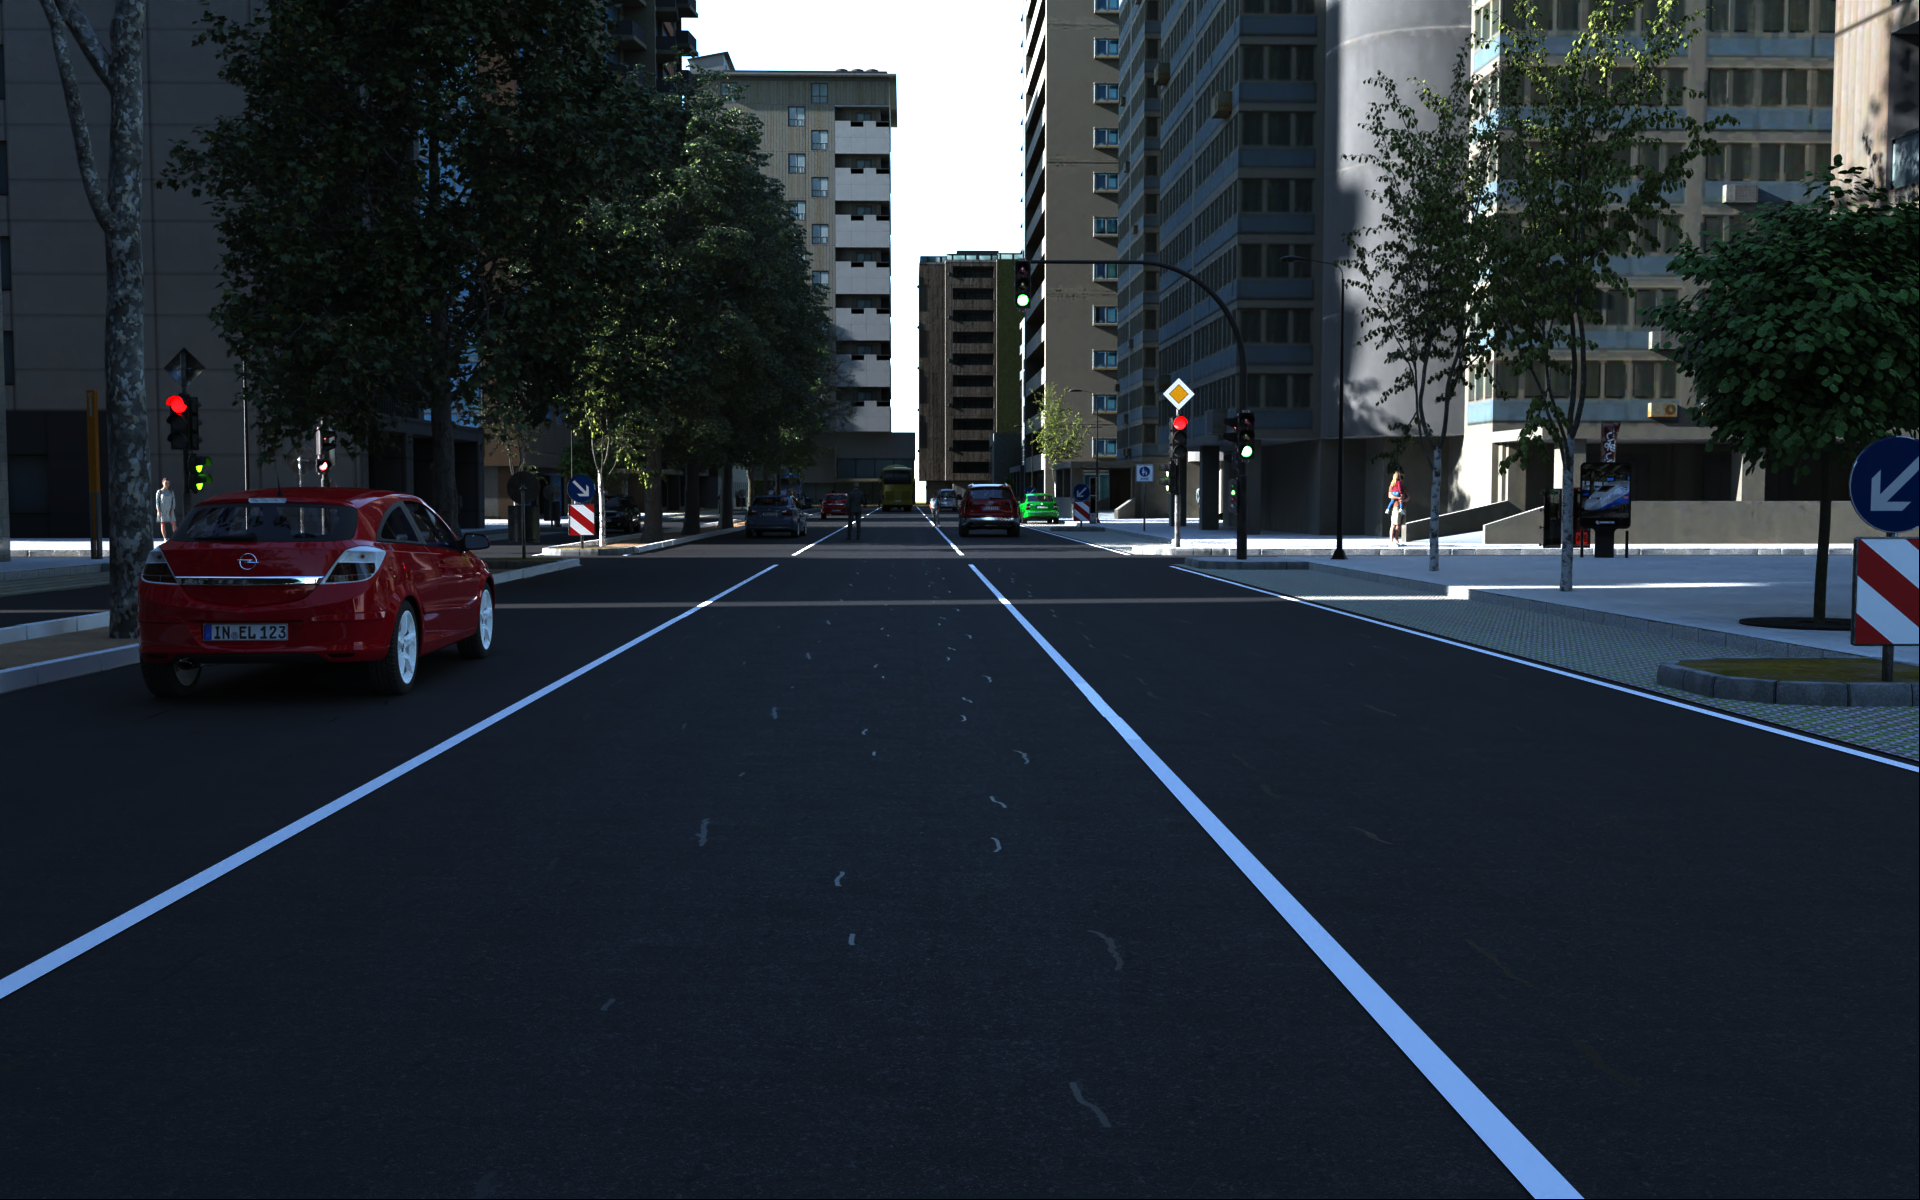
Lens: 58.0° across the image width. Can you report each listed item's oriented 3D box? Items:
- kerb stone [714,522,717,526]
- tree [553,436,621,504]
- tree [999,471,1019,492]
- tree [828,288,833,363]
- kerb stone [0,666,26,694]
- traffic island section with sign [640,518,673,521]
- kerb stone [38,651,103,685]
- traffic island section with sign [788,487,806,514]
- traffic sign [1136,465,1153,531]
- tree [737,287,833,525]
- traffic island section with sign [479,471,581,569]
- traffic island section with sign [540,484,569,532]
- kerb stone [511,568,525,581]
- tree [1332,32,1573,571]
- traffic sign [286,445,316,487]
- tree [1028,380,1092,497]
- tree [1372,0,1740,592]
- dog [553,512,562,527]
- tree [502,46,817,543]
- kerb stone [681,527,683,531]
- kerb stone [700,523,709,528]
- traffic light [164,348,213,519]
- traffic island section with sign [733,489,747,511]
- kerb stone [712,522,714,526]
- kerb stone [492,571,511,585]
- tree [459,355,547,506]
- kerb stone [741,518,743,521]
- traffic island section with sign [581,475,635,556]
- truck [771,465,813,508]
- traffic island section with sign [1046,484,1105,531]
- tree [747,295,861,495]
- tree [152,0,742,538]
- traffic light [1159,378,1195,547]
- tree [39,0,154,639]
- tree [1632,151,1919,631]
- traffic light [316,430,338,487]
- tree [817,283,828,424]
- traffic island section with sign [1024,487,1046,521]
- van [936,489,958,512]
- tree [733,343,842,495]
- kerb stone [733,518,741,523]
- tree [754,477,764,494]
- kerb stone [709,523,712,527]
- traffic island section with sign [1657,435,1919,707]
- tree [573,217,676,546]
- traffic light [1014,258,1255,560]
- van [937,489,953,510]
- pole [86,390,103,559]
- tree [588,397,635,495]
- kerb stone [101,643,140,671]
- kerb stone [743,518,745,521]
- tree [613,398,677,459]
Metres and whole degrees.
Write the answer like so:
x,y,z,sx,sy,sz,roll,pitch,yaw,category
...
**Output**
x,y,z,sx,sy,sz,roll,pitch,yaw,category
-11.097,-3.377,77.407,0.120,0.150,1.000,0,4,-2,kerb stone
-19.263,-6.451,89.191,4.285,4.588,4.351,0,3,0,tree
4.018,-9.242,145.705,1.663,3.219,1.824,0,3,0,tree
-9.570,-9.858,70.286,9.857,13.997,8.962,0,3,0,tree
-6.932,0.598,12.423,0.120,0.150,1.000,0,4,-2,kerb stone
-16.442,-5.155,92.907,1.989,1.847,2.006,0,4,-2,traffic island section with sign
-6.965,0.535,13.444,0.120,0.150,1.000,0,4,-2,kerb stone
-11.274,-6.617,116.318,2.006,1.907,1.989,0,4,-2,traffic island section with sign
6.381,-3.533,59.900,0.606,2.300,0.079,0,4,8,traffic sign
-9.721,-9.327,80.714,9.928,11.665,9.643,0,3,0,tree
-8.659,-1.570,33.813,2.006,1.907,1.989,0,4,-2,traffic island section with sign
-15.594,-3.507,65.965,1.989,1.847,2.006,0,4,-2,traffic island section with sign
-7.459,-0.407,28.850,0.120,0.150,1.000,0,4,-2,kerb stone
8.074,-4.796,28.781,4.360,8.622,3.978,0,3,0,tree
-16.929,-2.717,44.524,0.768,2.556,0.104,0,3,0,traffic sign
6.240,-9.847,111.354,4.737,8.622,4.395,0,3,0,tree
7.781,-4.424,22.696,4.737,8.622,4.395,0,3,0,tree
-15.913,-3.132,68.037,0.513,0.831,0.800,2,4,26,dog
-9.027,-8.642,50.417,9.857,13.997,8.962,0,3,0,tree
-10.733,-2.686,66.117,0.120,0.150,1.000,0,4,-2,kerb stone
-10.990,-3.189,74.334,0.120,0.150,1.000,0,4,-2,kerb stone
-14.847,-2.711,33.249,0.839,4.253,0.868,0,4,-2,traffic light
-18.066,-8.271,143.854,1.989,1.847,2.006,0,4,-2,traffic island section with sign
-11.058,-3.312,76.386,0.120,0.150,1.000,0,4,-2,kerb stone
-7.425,-0.337,27.820,0.120,0.150,1.000,0,4,-2,kerb stone
-18.964,-7.520,73.314,4.360,8.622,3.978,0,3,0,tree
-11.479,-4.126,89.691,0.120,0.150,1.000,0,4,-2,kerb stone
-8.884,-2.023,41.217,2.006,1.907,1.989,0,4,-2,traffic island section with sign
-16.085,-10.910,168.135,2.967,4.110,18.799,0,4,-1,truck
4.505,-3.558,66.800,1.989,1.847,2.006,0,4,-2,traffic island section with sign
-10.319,-10.940,91.692,12.009,13.543,11.850,0,3,0,tree
-8.684,-6.693,28.901,9.611,12.733,9.660,0,3,0,tree
5.251,-3.240,41.889,0.839,4.253,0.868,0,4,-2,traffic light
-9.476,-9.731,17.452,12.611,20.169,13.585,0,3,0,tree
8.314,-2.023,16.791,4.285,4.588,4.351,0,3,0,tree
-13.012,-4.077,41.331,4.771,5.953,1.251,0,4,-2,traffic light
-9.429,-9.250,60.347,9.857,13.997,8.962,0,3,0,tree
3.655,-5.206,93.742,1.989,1.847,2.006,0,4,-2,traffic island section with sign
-1.078,-8.281,142.404,2.013,2.044,4.112,0,4,-3,van
-10.867,-11.120,102.402,7.486,12.596,7.792,0,3,0,tree
-11.459,-4.063,88.669,0.120,0.150,1.000,0,4,-2,kerb stone
-22.425,-12.151,193.266,1.663,3.219,1.824,0,3,0,tree
-11.032,-3.252,75.364,0.120,0.150,1.000,0,4,-2,kerb stone
6.232,-0.239,12.539,1.989,1.847,2.006,0,4,-2,traffic island section with sign
-8.964,-5.528,43.195,4.737,8.622,4.395,0,3,0,tree
3.416,-3.611,33.701,4.771,5.953,1.251,0,4,-2,traffic light
-1.207,-8.732,149.776,2.013,2.044,4.112,0,4,-2,van
-17.033,-2.461,34.079,0.158,3.312,0.155,0,3,0,pole
-19.553,-9.158,100.088,4.360,8.622,3.978,0,3,0,tree
-7.002,0.474,14.473,0.120,0.150,1.000,0,4,-2,kerb stone
-11.522,-4.191,90.722,0.120,0.150,1.000,0,4,-2,kerb stone
-20.066,-10.837,111.592,7.601,10.594,8.767,-1,4,-19,tree
